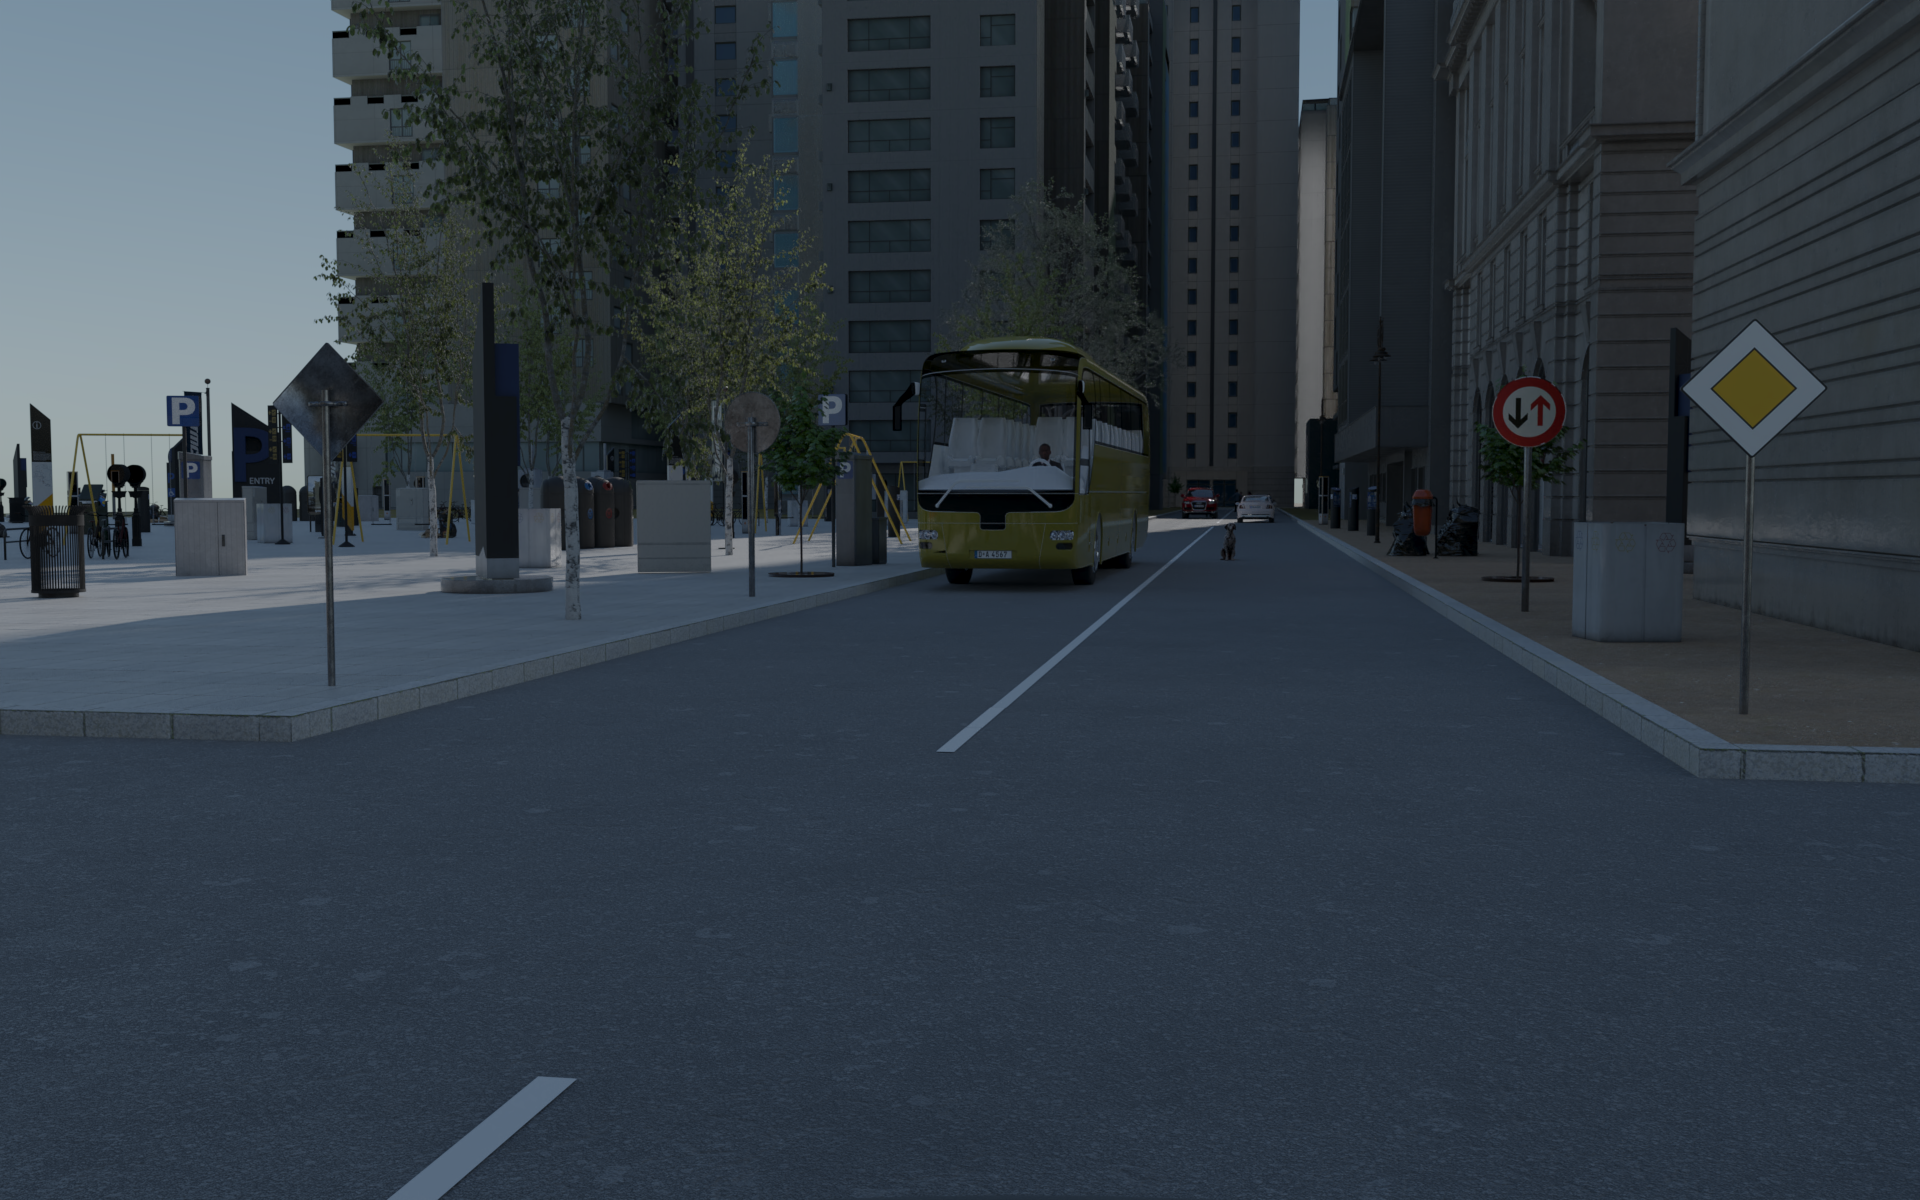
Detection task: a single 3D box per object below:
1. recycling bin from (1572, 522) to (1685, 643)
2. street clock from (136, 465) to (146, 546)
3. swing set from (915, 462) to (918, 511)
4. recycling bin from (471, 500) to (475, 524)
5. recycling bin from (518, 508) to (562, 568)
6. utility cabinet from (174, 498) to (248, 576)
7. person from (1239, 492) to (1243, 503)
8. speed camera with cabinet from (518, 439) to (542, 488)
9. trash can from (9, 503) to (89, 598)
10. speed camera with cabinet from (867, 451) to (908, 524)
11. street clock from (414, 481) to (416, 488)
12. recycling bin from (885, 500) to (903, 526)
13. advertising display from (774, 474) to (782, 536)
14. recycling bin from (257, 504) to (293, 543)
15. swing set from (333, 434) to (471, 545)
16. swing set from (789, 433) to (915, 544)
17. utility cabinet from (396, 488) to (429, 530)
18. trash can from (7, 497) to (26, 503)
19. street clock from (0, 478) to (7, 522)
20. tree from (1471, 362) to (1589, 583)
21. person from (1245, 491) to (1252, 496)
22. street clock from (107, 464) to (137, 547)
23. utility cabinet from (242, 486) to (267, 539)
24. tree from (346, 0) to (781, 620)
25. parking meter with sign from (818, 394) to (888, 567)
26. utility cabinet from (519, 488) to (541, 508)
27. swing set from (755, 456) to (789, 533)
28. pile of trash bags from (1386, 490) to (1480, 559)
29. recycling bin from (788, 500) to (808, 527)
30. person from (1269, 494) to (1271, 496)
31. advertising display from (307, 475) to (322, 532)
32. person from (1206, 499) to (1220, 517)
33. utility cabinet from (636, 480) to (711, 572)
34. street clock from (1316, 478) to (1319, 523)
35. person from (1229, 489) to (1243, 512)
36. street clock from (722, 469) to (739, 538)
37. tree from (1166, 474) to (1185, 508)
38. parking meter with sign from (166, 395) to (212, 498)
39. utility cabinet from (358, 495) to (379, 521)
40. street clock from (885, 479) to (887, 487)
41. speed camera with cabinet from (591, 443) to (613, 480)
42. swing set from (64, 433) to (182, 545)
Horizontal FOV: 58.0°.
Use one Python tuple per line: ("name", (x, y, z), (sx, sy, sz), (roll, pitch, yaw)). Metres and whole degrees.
("recycling bin", (5.886, -0.167, 15.284), (0.722, 1.027, 0.722), (0, 4, -1))
("street clock", (-20.227, -2.320, 42.506), (0.471, 2.002, 0.358), (-1, 4, -11))
("swing set", (-1.323, -5.252, 83.485), (3.119, 2.851, 2.862), (-1, 4, -14))
("recycling bin", (-20.469, -3.763, 74.072), (0.722, 1.027, 0.722), (-2, 4, -30))
("recycling bin", (-7.412, -1.082, 30.244), (0.722, 1.027, 0.722), (0, 4, 4))
("utility cabinet", (-11.779, -0.983, 27.239), (1.020, 1.237, 0.306), (-1, 4, -17))
("person", (24.374, -8.562, 149.960), (0.415, 1.643, 0.593), (-3, 5, -41))
("speed camera with cabinet", (-16.000, -4.137, 61.977), (2.038, 3.252, 0.660), (1, 4, 14))
("trash can", (-11.224, -0.605, 21.538), (0.748, 1.137, 0.748), (0, 3, 0))
("speed camera with cabinet", (-3.299, -4.938, 75.066), (2.038, 3.252, 0.660), (0, 4, -4))
("street clock", (-25.494, -4.718, 81.709), (0.471, 2.002, 0.358), (1, 4, 11))
("recycling bin", (-2.723, -3.572, 70.962), (0.722, 1.027, 0.722), (0, 4, 3))
("advertising display", (-5.658, -2.976, 53.879), (0.123, 1.923, 0.974), (0, 4, 2))
("recycling bin", (-17.979, -2.011, 45.435), (0.722, 1.027, 0.722), (-3, 4, -37))
("swing set", (-14.662, -2.908, 45.170), (3.119, 2.851, 2.862), (0, 4, -4))
("swing set", (-2.805, -2.950, 45.856), (2.862, 2.851, 3.119), (0, 4, 3))
("utility cabinet", (-19.249, -3.190, 60.842), (1.173, 1.500, 0.318), (1, 4, 22))
("trash can", (-41.440, -3.942, 76.113), (0.748, 1.137, 0.748), (0, 3, 0))
("street clock", (-43.788, -4.556, 79.068), (0.471, 2.002, 0.358), (-1, 4, -10))
("tree", (8.376, -1.889, 25.481), (1.663, 3.219, 1.824), (0, 3, 0))
("person", (22.378, -7.611, 134.408), (0.593, 1.643, 0.415), (1, 4, 9))
("street clock", (-20.285, -2.277, 41.800), (0.471, 2.002, 0.358), (0, 4, 8))
("utility cabinet", (-19.803, -2.447, 48.684), (0.318, 1.500, 1.173), (0, 4, -4))
("tree", (-3.897, -4.091, 17.256), (4.360, 8.622, 3.978), (0, 3, 0))
("parking meter with sign", (-1.872, -2.126, 31.026), (0.543, 3.016, 1.738), (2, 4, 25))
("utility cabinet", (-14.749, -3.104, 59.433), (0.318, 1.500, 1.173), (3, 4, 37))
("swing set", (-5.126, -3.678, 57.763), (3.119, 2.851, 2.862), (0, 4, 1))
("pile of trash bags", (9.761, -1.597, 35.863), (1.912, 1.369, 3.447), (1, 4, 21))
("recycling bin", (-6.416, -3.422, 68.500), (0.722, 1.027, 0.722), (-1, 4, -14))
("person", (22.971, -7.207, 129.564), (0.421, 1.427, 0.697), (-2, 4, -35))
("advertising display", (-21.537, -3.244, 58.256), (0.974, 1.923, 0.123), (1, 4, 23))
("person", (15.485, -6.065, 107.677), (1.348, 1.822, 0.705), (-1, 4, -16))
("utility cabinet", (-4.649, -1.190, 28.138), (1.173, 1.500, 0.318), (-1, 4, -12))
("street clock", (16.031, -4.417, 76.790), (0.358, 2.002, 0.471), (-2, 4, -29))
("person", (21.981, -7.894, 137.558), (1.348, 1.826, 0.705), (-1, 4, -18))
("street clock", (-6.687, -2.799, 50.327), (0.471, 2.002, 0.358), (2, 4, 27))
("tree", (20.180, -10.270, 162.517), (1.663, 3.219, 1.824), (0, 3, 0))
("parking meter with sign", (-13.887, -2.158, 31.541), (0.543, 3.016, 1.738), (-1, 4, -10))
("utility cabinet", (-27.944, -4.314, 81.703), (0.306, 1.237, 1.020), (3, 4, 38))
("street clock", (-3.765, -4.899, 84.670), (0.358, 2.002, 0.471), (2, 4, 30))
("speed camera with cabinet", (-14.563, -4.503, 67.952), (2.038, 3.252, 0.660), (2, 4, 30))
("swing set", (-21.191, -2.896, 44.973), (3.119, 2.851, 2.862), (-1, 4, -9))
